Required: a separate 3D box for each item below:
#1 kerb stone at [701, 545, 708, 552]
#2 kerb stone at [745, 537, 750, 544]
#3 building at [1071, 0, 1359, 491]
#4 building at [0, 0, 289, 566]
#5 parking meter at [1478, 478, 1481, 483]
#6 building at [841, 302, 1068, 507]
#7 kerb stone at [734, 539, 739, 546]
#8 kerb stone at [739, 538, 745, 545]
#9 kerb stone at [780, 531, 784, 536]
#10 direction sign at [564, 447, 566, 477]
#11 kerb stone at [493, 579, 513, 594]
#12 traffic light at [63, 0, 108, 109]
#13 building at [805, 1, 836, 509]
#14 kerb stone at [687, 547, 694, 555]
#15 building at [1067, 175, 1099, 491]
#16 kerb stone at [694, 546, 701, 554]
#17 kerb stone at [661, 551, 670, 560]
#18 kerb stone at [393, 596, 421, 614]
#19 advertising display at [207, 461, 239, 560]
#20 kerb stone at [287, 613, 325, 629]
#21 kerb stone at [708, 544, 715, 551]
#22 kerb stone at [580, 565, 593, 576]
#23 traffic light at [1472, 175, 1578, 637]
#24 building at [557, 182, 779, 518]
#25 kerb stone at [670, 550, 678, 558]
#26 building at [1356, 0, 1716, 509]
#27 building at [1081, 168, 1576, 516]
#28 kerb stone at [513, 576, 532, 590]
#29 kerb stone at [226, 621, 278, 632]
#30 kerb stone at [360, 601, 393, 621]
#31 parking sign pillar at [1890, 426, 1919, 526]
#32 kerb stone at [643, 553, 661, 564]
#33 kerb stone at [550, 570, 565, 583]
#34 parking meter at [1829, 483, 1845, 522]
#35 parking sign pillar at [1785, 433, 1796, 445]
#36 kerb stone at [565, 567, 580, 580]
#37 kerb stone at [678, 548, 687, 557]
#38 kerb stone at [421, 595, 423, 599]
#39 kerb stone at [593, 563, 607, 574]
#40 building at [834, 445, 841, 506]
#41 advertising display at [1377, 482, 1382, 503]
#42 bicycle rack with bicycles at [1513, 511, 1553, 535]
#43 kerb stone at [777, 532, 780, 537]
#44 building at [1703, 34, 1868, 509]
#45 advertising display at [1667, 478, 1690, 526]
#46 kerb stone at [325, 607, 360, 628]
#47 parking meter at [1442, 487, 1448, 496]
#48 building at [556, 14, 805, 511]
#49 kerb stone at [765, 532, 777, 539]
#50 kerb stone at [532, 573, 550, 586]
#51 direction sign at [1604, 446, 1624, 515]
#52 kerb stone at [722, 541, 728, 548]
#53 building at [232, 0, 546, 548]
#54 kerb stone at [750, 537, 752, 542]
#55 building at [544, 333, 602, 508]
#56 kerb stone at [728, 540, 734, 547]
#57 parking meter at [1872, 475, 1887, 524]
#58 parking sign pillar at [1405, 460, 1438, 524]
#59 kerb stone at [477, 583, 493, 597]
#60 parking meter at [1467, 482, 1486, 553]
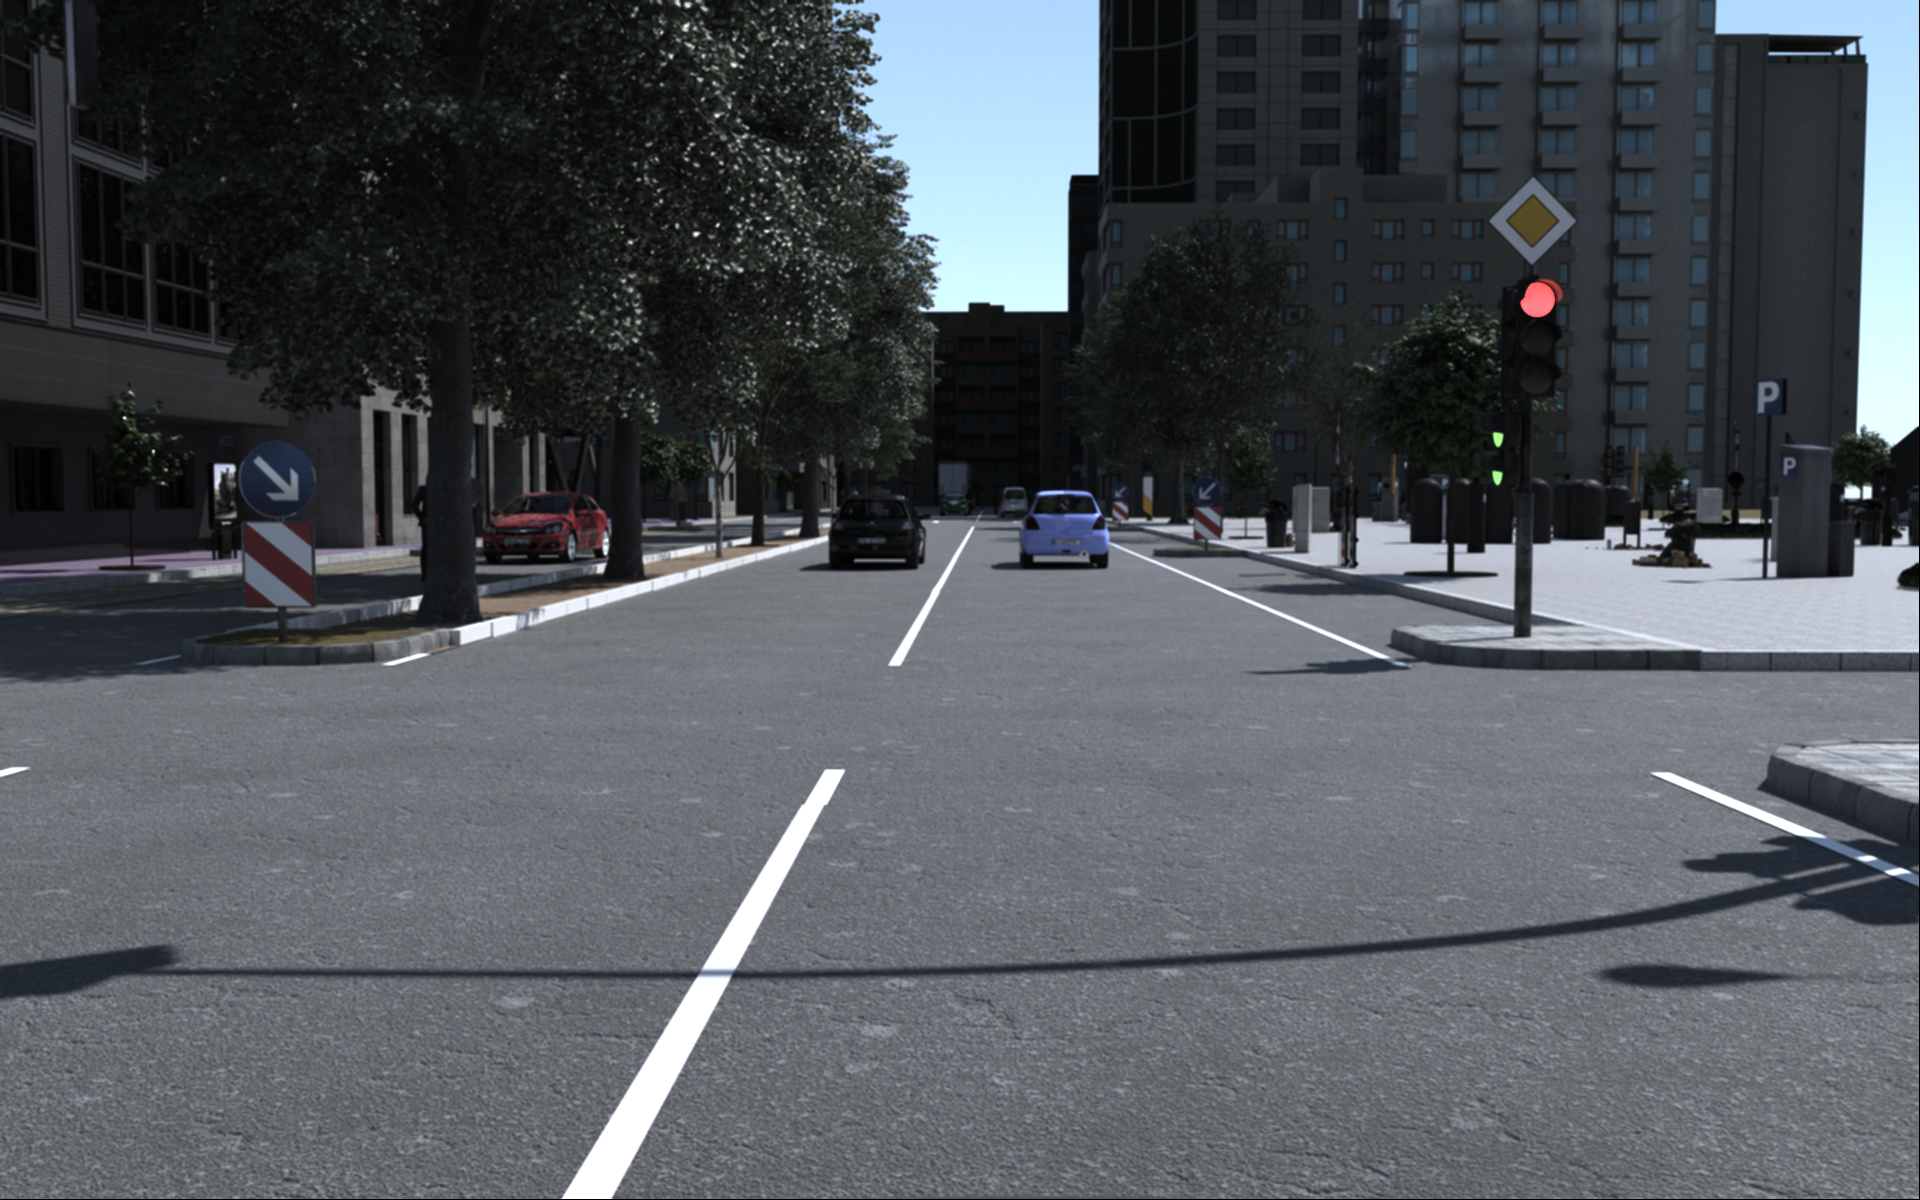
[{"bbox_3d":[-6.381,-1.242,42.497,0.120,0.150,1.000,0,4,1],"label":"kerb stone"},{"bbox_3d":[-6.237,-1.678,49.676,0.120,0.150,1.000,0,4,1],"label":"kerb stone"},{"bbox_3d":[19.911,-42.954,140.548,20.563,71.187,20.611,0,4,1],"label":"building"},{"bbox_3d":[-22.504,-14.328,27.766,14.314,27.812,24.014,0,4,1],"label":"building"},{"bbox_3d":[18.483,-3.456,62.212,0.399,1.863,0.255,2,4,32],"label":"parking meter"},{"bbox_3d":[2.968,-20.994,188.285,28.899,21.520,27.650,0,4,1],"label":"building"},{"bbox_3d":[-6.273,-1.555,47.618,0.120,0.150,1.000,0,4,1],"label":"kerb stone"},{"bbox_3d":[-6.255,-1.613,48.649,0.120,0.150,1.000,0,4,1],"label":"kerb stone"},{"bbox_3d":[-6.094,-2.183,57.882,0.120,0.150,1.000,0,4,1],"label":"kerb stone"},{"bbox_3d":[-19.232,-5.649,84.360,0.379,3.537,0.876,-1,4,-9],"label":"direction sign"},{"bbox_3d":[-6.699,-0.175,25.052,0.120,0.150,1.000,0,4,1],"label":"kerb stone"},{"bbox_3d":[-10.229,-2.513,15.756,4.771,5.953,1.251,0,4,1],"label":"traffic light"},{"bbox_3d":[-22.485,-43.893,155.895,20.611,71.187,20.563,0,4,1],"label":"building"},{"bbox_3d":[-6.414,-1.115,40.448,0.120,0.150,1.000,0,4,1],"label":"kerb stone"},{"bbox_3d":[16.832,-23.699,159.177,14.160,30.474,14.107,0,4,1],"label":"building"},{"bbox_3d":[-6.395,-1.178,41.475,0.120,0.150,1.000,0,4,1],"label":"kerb stone"},{"bbox_3d":[-6.472,-0.922,37.362,0.120,0.150,1.000,0,4,1],"label":"kerb stone"},{"bbox_3d":[-6.772,0.077,20.943,0.120,0.150,1.000,0,4,1],"label":"kerb stone"},{"bbox_3d":[-14.468,-1.762,34.024,0.123,1.923,0.974,0,4,4],"label":"advertising display"},{"bbox_3d":[-6.824,0.265,17.858,0.120,0.150,1.000,0,4,1],"label":"kerb stone"},{"bbox_3d":[-6.351,-1.303,43.523,0.120,0.150,1.000,0,4,1],"label":"kerb stone"},{"bbox_3d":[-6.612,-0.488,30.179,0.120,0.150,1.000,0,4,1],"label":"kerb stone"},{"bbox_3d":[5.037,-1.623,15.456,0.839,4.253,0.868,0,4,1],"label":"traffic light"},{"bbox_3d":[-26.682,-15.948,105.791,27.650,21.520,28.899,0,4,1],"label":"building"},{"bbox_3d":[-6.456,-0.990,38.388,0.120,0.150,1.000,0,4,1],"label":"kerb stone"},{"bbox_3d":[49.484,-32.639,153.252,30.456,49.044,23.786,0,4,1],"label":"building"},{"bbox_3d":[22.806,-16.652,117.298,27.650,21.520,28.899,0,4,1],"label":"building"},{"bbox_3d":[-6.673,-0.235,26.074,0.120,0.150,1.000,0,4,1],"label":"kerb stone"},{"bbox_3d":[-6.854,0.335,16.837,0.120,0.150,1.000,0,4,1],"label":"kerb stone"},{"bbox_3d":[-6.784,0.146,19.915,0.120,0.150,1.000,0,4,1],"label":"kerb stone"},{"bbox_3d":[37.848,-4.939,69.230,1.447,3.967,1.447,-1,4,-18],"label":"parking sign pillar"},{"bbox_3d":[-6.487,-0.865,36.338,0.120,0.150,1.000,0,4,1],"label":"kerb stone"},{"bbox_3d":[-6.641,-0.362,28.118,0.120,0.150,1.000,0,4,1],"label":"kerb stone"},{"bbox_3d":[20.637,-1.983,40.838,0.372,1.533,0.369,0,3,0],"label":"parking meter"},{"bbox_3d":[36.914,-5.386,76.526,1.447,3.967,1.447,-3,5,-41],"label":"parking sign pillar"},{"bbox_3d":[-6.621,-0.425,29.145,0.120,0.150,1.000,0,4,1],"label":"kerb stone"},{"bbox_3d":[-6.429,-1.054,39.426,0.120,0.150,1.000,0,4,1],"label":"kerb stone"},{"bbox_3d":[-6.754,0.014,21.986,0.120,0.150,1.000,0,4,1],"label":"kerb stone"},{"bbox_3d":[-6.577,-0.551,31.204,0.120,0.150,1.000,0,4,1],"label":"kerb stone"},{"bbox_3d":[-27.002,-21.026,188.812,28.899,21.520,27.650,0,4,1],"label":"building"},{"bbox_3d":[21.820,-5.175,89.825,0.123,1.923,0.974,0,4,0],"label":"advertising display"},{"bbox_3d":[18.109,-2.496,54.200,2.925,0.926,2.852,3,5,42],"label":"bicycle rack with bicycles"},{"bbox_3d":[-6.109,-2.119,56.850,0.120,0.150,1.000,0,4,1],"label":"kerb stone"},{"bbox_3d":[71.840,-29.009,157.890,14.086,41.232,14.154,0,4,1],"label":"building"},{"bbox_3d":[28.974,-3.953,69.844,0.974,1.923,0.123,-1,4,-16],"label":"advertising display"},{"bbox_3d":[-6.813,0.202,18.890,0.120,0.150,1.000,0,4,1],"label":"kerb stone"},{"bbox_3d":[15.277,-2.809,54.336,0.372,1.533,0.369,0,3,0],"label":"parking meter"},{"bbox_3d":[-23.328,-30.973,130.111,21.300,48.544,21.600,0,4,1],"label":"building"},{"bbox_3d":[-6.117,-2.057,55.824,0.120,0.150,1.000,0,4,1],"label":"kerb stone"},{"bbox_3d":[-6.647,-0.295,27.096,0.120,0.150,1.000,0,4,1],"label":"kerb stone"},{"bbox_3d":[30.849,-5.488,81.725,0.876,3.537,0.379,2,4,34],"label":"direction sign"},{"bbox_3d":[-6.314,-1.430,45.569,0.120,0.150,1.000,0,4,1],"label":"kerb stone"},{"bbox_3d":[-19.118,-11.868,48.787,10.420,20.320,16.860,0,4,1],"label":"building"},{"bbox_3d":[-6.224,-1.741,50.698,0.120,0.150,1.000,0,4,1],"label":"kerb stone"},{"bbox_3d":[-22.565,-12.133,65.830,16.820,18.784,16.811,0,4,1],"label":"building"},{"bbox_3d":[-6.291,-1.492,46.595,0.120,0.150,1.000,0,4,1],"label":"kerb stone"},{"bbox_3d":[27.615,-2.833,52.038,0.399,1.863,0.255,-2,4,-25],"label":"parking meter"},{"bbox_3d":[19.965,-5.269,74.613,1.447,3.967,1.447,3,4,38],"label":"parking sign pillar"},{"bbox_3d":[-6.719,-0.111,24.030,0.120,0.150,1.000,0,4,1],"label":"kerb stone"},{"bbox_3d":[11.283,-1.799,37.823,0.372,1.533,0.369,0,3,0],"label":"parking meter"}]
